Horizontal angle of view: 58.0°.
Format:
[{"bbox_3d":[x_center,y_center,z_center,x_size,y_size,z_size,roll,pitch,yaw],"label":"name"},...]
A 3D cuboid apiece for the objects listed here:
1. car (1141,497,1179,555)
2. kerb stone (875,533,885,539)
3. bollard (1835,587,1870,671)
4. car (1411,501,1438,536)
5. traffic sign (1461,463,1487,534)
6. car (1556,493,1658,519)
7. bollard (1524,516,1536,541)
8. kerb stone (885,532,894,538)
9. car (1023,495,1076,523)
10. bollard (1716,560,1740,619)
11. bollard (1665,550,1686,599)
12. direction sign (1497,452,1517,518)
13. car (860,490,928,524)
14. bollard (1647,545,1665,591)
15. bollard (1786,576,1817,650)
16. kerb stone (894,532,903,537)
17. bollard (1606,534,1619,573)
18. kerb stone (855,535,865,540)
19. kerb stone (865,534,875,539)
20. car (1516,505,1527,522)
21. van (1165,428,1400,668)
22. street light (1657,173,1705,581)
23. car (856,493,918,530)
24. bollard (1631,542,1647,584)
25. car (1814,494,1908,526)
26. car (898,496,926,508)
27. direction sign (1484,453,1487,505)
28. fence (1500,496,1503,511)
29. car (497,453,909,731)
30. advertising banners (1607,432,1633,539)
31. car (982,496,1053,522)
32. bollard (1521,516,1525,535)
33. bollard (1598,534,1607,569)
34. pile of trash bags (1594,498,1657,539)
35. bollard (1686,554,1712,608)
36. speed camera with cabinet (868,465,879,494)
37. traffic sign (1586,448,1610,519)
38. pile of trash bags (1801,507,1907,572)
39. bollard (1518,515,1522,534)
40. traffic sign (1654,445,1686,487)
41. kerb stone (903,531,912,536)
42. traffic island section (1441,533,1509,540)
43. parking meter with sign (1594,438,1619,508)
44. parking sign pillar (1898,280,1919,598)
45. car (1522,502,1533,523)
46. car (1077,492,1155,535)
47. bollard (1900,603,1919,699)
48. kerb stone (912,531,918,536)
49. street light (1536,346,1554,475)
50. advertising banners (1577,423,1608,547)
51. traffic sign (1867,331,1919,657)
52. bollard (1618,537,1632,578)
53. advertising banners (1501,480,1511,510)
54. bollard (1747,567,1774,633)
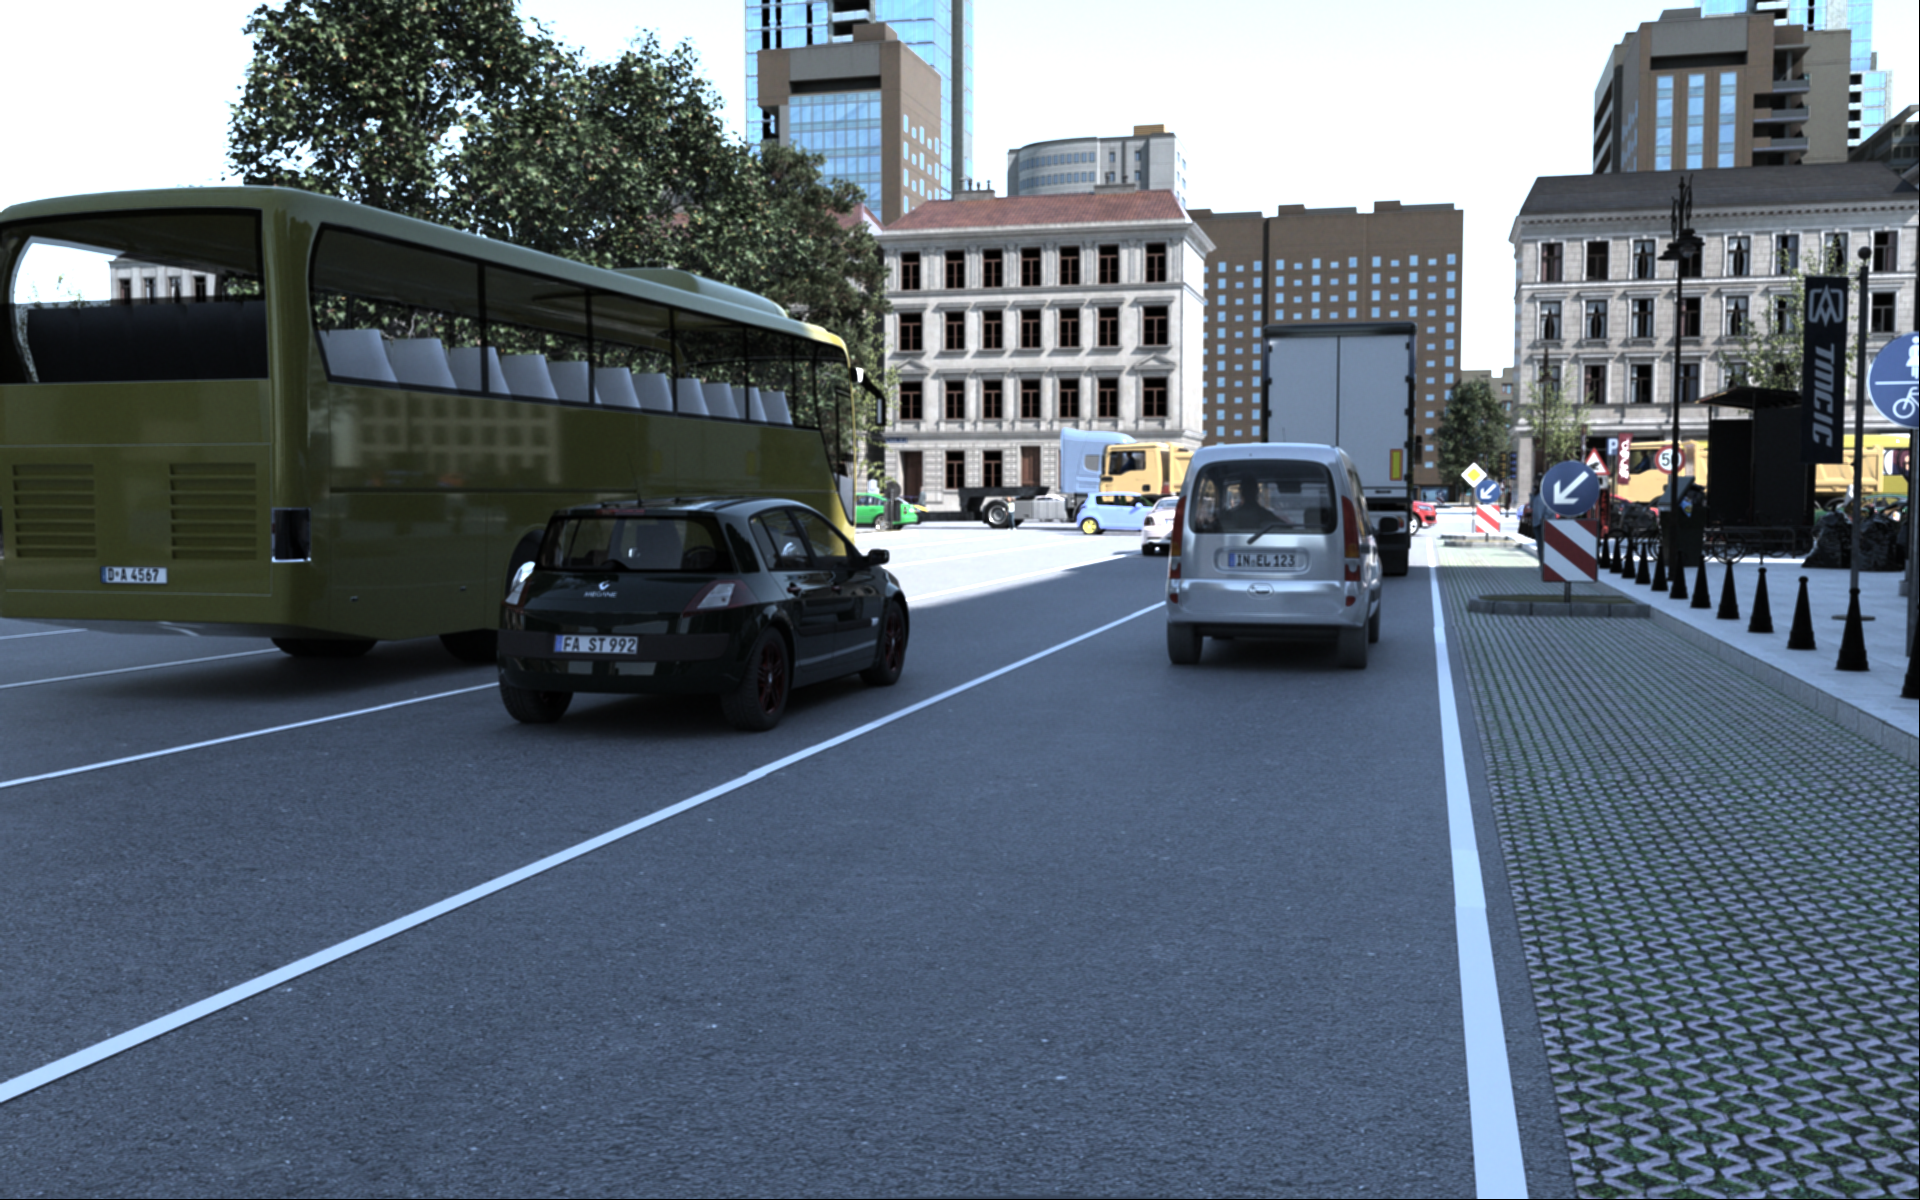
[{"bbox_3d":[5.531,-1.801,41.804,2.083,1.381,4.827,1,4,15],"label":"car"},{"bbox_3d":[-2.715,-2.057,55.831,0.120,0.150,1.000,1,4,15],"label":"kerb stone"},{"bbox_3d":[6.513,0.209,12.624,0.229,0.601,0.229,0,3,0],"label":"bollard"},{"bbox_3d":[13.844,-3.149,60.153,5.304,1.827,2.281,1,4,13],"label":"car"},{"bbox_3d":[16.323,-3.145,55.061,0.795,2.450,0.064,1,4,15],"label":"traffic sign"},{"bbox_3d":[21.181,-2.905,56.539,4.494,1.783,2.155,1,4,14],"label":"car"},{"bbox_3d":[16.666,-2.109,50.525,0.229,0.601,0.229,0,3,0],"label":"bollard"},{"bbox_3d":[-2.450,-2.118,56.825,0.120,0.150,1.000,1,4,15],"label":"kerb stone"},{"bbox_3d":[4.178,-4.573,87.126,4.827,1.381,2.083,1,4,17],"label":"car"},{"bbox_3d":[7.907,-0.108,17.810,0.229,0.601,0.229,0,3,0],"label":"bollard"},{"bbox_3d":[8.824,-0.318,21.244,0.229,0.601,0.229,0,3,0],"label":"bollard"},{"bbox_3d":[29.378,-6.172,92.913,0.876,3.537,0.379,2,4,28],"label":"direction sign"},{"bbox_3d":[-3.391,-4.370,81.676,3.980,1.641,2.015,1,4,15],"label":"car"},{"bbox_3d":[9.286,-0.424,22.966,0.229,0.601,0.229,0,3,0],"label":"bollard"},{"bbox_3d":[6.976,0.104,14.340,0.229,0.601,0.229,0,3,0],"label":"bollard"},{"bbox_3d":[-2.181,-2.177,57.825,0.120,0.150,1.000,1,4,15],"label":"kerb stone"},{"bbox_3d":[10.669,-0.739,28.128,0.229,0.601,0.229,0,3,0],"label":"bollard"},{"bbox_3d":[-3.257,-1.934,53.838,0.120,0.150,1.000,1,4,15],"label":"kerb stone"},{"bbox_3d":[-2.995,-1.993,54.835,0.120,0.150,1.000,1,4,15],"label":"kerb stone"},{"bbox_3d":[29.114,-4.590,84.632,3.694,1.707,1.945,1,4,14],"label":"car"},{"bbox_3d":[2.941,-0.534,15.743,2.013,2.044,4.112,1,4,16],"label":"van"},{"bbox_3d":[10.505,-3.216,25.372,0.468,5.910,1.993,1,4,15],"label":"street light"},{"bbox_3d":[-3.995,-3.503,66.071,4.718,1.807,1.959,1,4,14],"label":"car"},{"bbox_3d":[9.745,-0.529,24.691,0.229,0.601,0.229,0,3,0],"label":"bollard"},{"bbox_3d":[30.746,-2.854,58.468,4.920,1.459,2.131,1,4,17],"label":"car"},{"bbox_3d":[-3.112,-4.976,93.934,1.945,1.354,3.894,1,4,15],"label":"car"},{"bbox_3d":[29.013,-6.339,95.635,0.379,3.537,0.876,2,4,25],"label":"direction sign"},{"bbox_3d":[42.187,-7.414,132.417,0.480,1.192,2.264,-3,5,-43],"label":"fence"},{"bbox_3d":[-1.607,-0.136,12.006,2.009,1.686,4.222,1,4,14],"label":"car"},{"bbox_3d":[18.167,-3.230,48.991,2.074,3.025,0.090,-1,4,-19],"label":"advertising banners"},{"bbox_3d":[3.340,-4.837,91.093,4.499,1.417,2.014,1,4,16],"label":"car"},{"bbox_3d":[17.126,-2.214,52.244,0.229,0.601,0.229,0,3,0],"label":"bollard"},{"bbox_3d":[11.126,-0.844,29.845,0.229,0.601,0.229,0,3,0],"label":"bollard"},{"bbox_3d":[18.662,-2.510,50.791,3.447,1.369,1.912,1,4,13],"label":"pile of trash bags"},{"bbox_3d":[8.360,-0.213,19.528,0.229,0.601,0.229,0,3,0],"label":"bollard"},{"bbox_3d":[-4.954,-7.250,112.870,2.038,3.252,0.660,1,4,8],"label":"speed camera with cabinet"},{"bbox_3d":[17.707,-2.962,48.434,0.884,2.594,0.081,1,4,16],"label":"traffic sign"},{"bbox_3d":[15.728,-1.173,28.928,1.912,1.369,3.447,0,4,-5],"label":"pile of trash bags"},{"bbox_3d":[17.590,-2.319,53.959,0.229,0.601,0.229,0,3,0],"label":"bollard"},{"bbox_3d":[18.312,-2.728,44.708,0.768,2.556,0.104,1,4,21],"label":"traffic sign"},{"bbox_3d":[-1.921,-2.240,58.819,0.120,0.150,1.000,1,4,15],"label":"kerb stone"},{"bbox_3d":[16.348,-2.009,55.132,2.009,0.180,2.903,1,4,15],"label":"traffic island section"},{"bbox_3d":[19.494,-3.484,53.218,1.738,3.016,0.543,-2,4,-28],"label":"parking meter with sign"},{"bbox_3d":[12.552,-2.022,21.531,1.447,3.967,1.447,2,4,31],"label":"parking sign pillar"},{"bbox_3d":[25.514,-3.755,70.064,5.304,1.827,2.281,1,4,16],"label":"car"},{"bbox_3d":[5.978,-3.140,60.925,3.694,1.707,1.945,1,4,16],"label":"car"},{"bbox_3d":[6.049,0.315,10.891,0.229,0.601,0.229,0,3,0],"label":"bollard"},{"bbox_3d":[-1.656,-2.301,59.815,0.120,0.150,1.000,1,4,15],"label":"kerb stone"},{"bbox_3d":[18.261,-4.975,54.133,0.468,5.910,1.993,1,4,15],"label":"street light"},{"bbox_3d":[15.466,-2.830,42.455,0.090,3.025,2.074,0,4,6],"label":"advertising banners"},{"bbox_3d":[7.500,-0.824,13.571,0.768,2.556,0.104,1,4,19],"label":"traffic sign"},{"bbox_3d":[10.207,-0.634,26.407,0.229,0.601,0.229,0,3,0],"label":"bollard"},{"bbox_3d":[44.157,-8.712,138.636,2.074,3.025,0.090,3,4,39],"label":"advertising banners"},{"bbox_3d":[7.439,-0.002,16.073,0.229,0.601,0.229,0,3,0],"label":"bollard"}]
